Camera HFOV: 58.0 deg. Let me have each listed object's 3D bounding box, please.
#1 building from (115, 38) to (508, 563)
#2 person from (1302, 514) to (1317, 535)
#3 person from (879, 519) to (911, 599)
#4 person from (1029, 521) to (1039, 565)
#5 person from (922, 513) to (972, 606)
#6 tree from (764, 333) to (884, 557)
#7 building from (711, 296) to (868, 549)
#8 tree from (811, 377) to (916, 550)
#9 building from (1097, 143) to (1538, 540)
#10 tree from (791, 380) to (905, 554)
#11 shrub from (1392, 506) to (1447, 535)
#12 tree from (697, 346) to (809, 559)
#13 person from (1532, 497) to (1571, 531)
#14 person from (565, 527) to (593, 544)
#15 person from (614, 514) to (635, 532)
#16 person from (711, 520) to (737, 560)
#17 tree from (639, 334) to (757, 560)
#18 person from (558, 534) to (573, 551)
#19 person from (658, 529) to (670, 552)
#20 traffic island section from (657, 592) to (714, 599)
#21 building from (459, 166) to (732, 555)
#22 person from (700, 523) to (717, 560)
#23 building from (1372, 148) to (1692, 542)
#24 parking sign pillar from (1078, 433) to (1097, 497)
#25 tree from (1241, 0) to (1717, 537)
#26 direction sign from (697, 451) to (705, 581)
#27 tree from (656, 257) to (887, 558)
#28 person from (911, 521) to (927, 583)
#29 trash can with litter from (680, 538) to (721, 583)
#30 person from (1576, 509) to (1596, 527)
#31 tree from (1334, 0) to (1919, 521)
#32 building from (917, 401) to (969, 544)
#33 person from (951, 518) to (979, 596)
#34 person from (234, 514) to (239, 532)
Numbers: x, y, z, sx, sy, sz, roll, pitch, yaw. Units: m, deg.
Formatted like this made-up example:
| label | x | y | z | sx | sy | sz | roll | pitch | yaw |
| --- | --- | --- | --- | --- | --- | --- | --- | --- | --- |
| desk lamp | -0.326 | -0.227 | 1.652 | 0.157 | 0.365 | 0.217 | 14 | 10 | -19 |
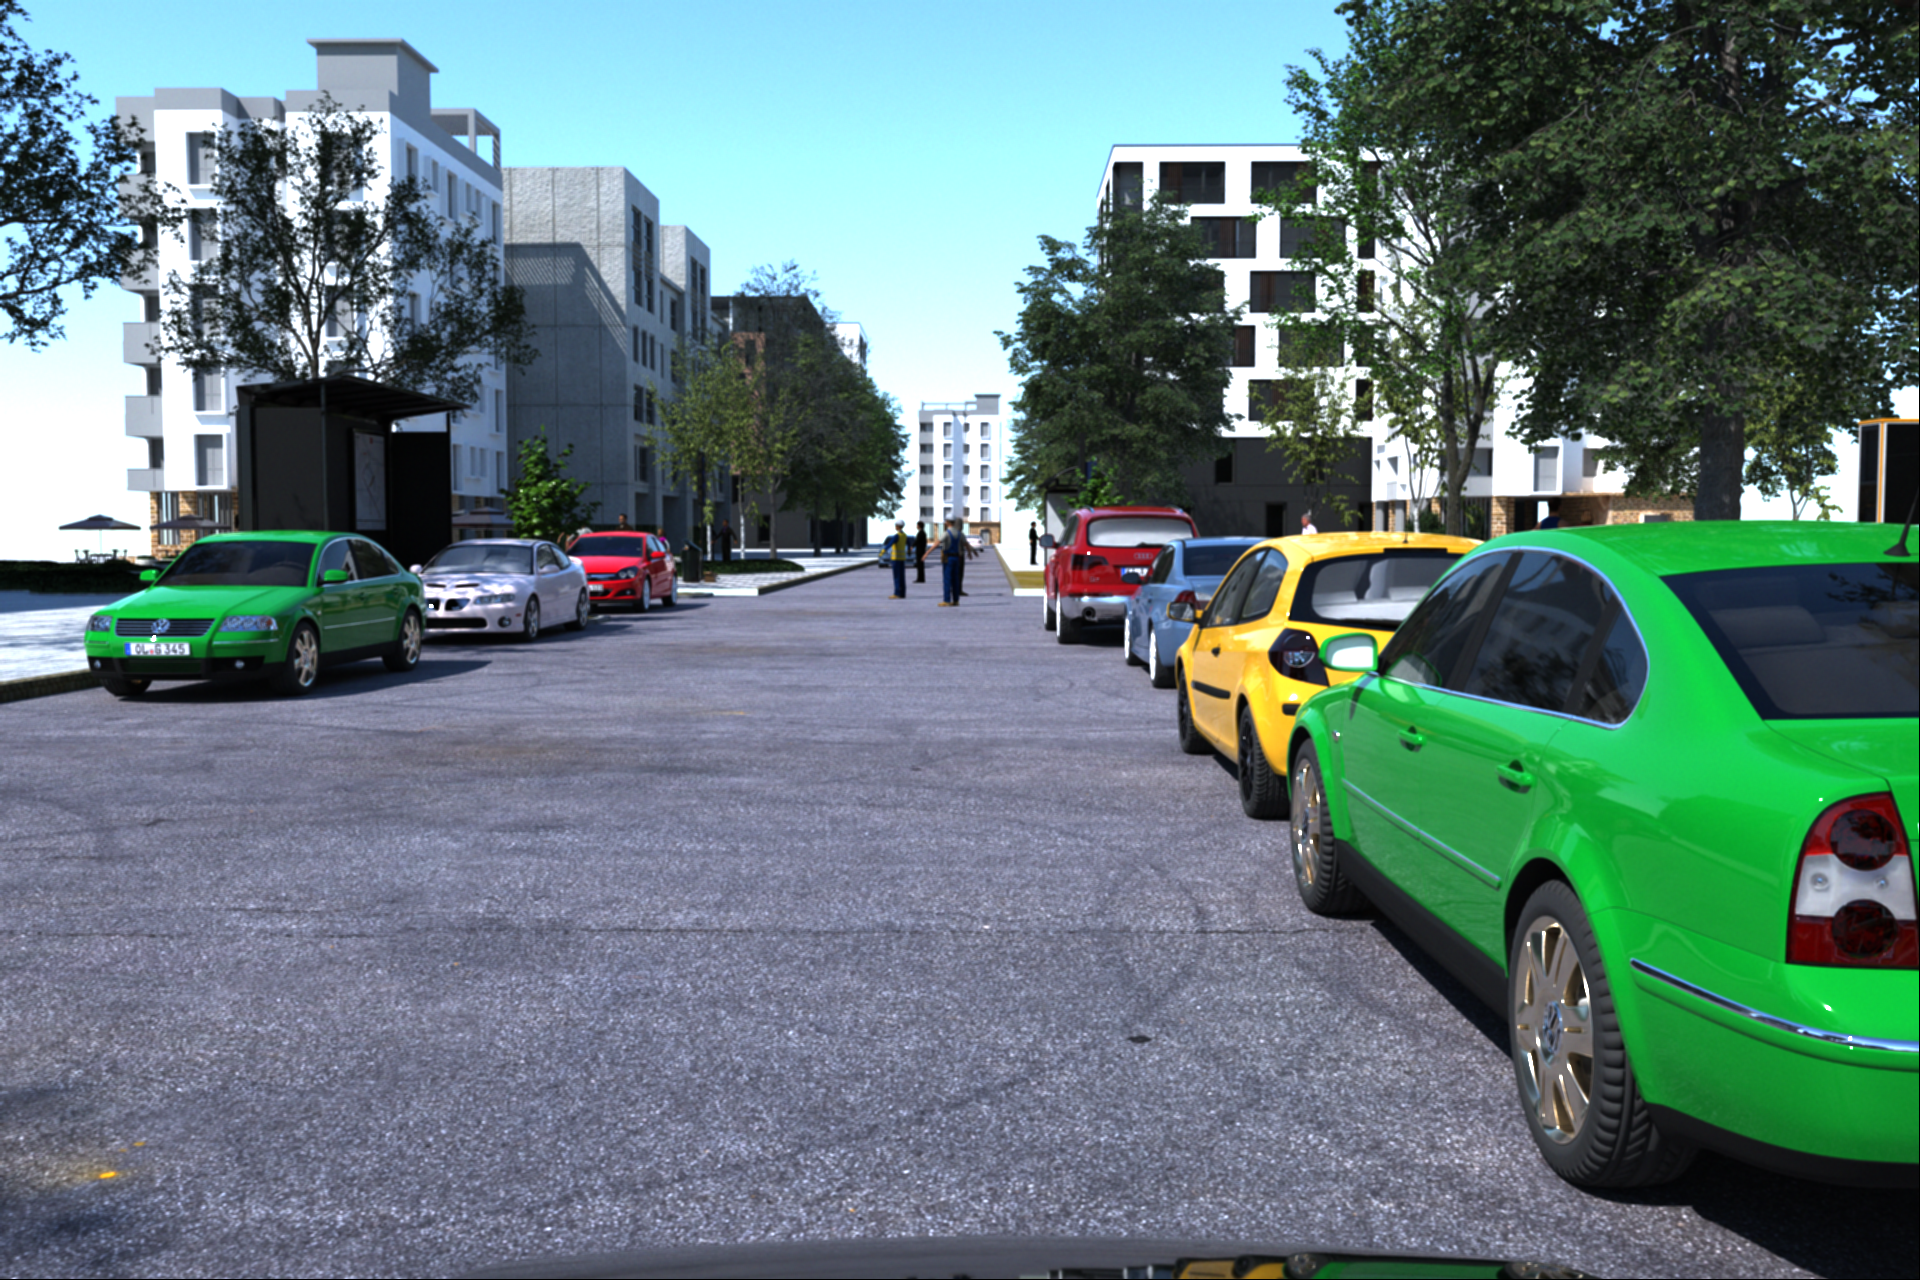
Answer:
| label | x | y | z | sx | sy | sz | roll | pitch | yaw |
| --- | --- | --- | --- | --- | --- | --- | --- | --- | --- |
| building | -26.267 | -12.918 | 67.621 | 16.016 | 20.090 | 11.380 | 0 | 4 | 1 |
| person | 7.342 | -1.822 | 36.777 | 0.436 | 1.711 | 0.756 | 0 | 4 | -6 |
| person | -1.424 | -1.813 | 38.557 | 0.721 | 1.772 | 1.216 | 2 | 4 | 31 |
| person | 3.096 | -4.040 | 72.241 | 0.705 | 1.806 | 1.347 | 1 | 4 | 20 |
| person | -0.204 | -1.597 | 34.419 | 1.347 | 1.847 | 0.705 | -3 | 5 | -44 |
| tree | -7.774 | -10.966 | 97.418 | 7.486 | 12.596 | 7.792 | 0 | 3 | 0 |
| building | -23.633 | -19.645 | 165.166 | 27.936 | 21.610 | 32.646 | 0 | 4 | 0 |
| tree | -8.415 | -14.244 | 139.539 | 9.857 | 13.997 | 8.962 | 0 | 3 | 0 |
| building | 22.268 | -16.105 | 107.292 | 27.936 | 21.610 | 32.646 | 0 | 4 | 1 |
| tree | -7.767 | -11.410 | 112.306 | 9.928 | 11.665 | 9.643 | 0 | 3 | 0 |
| shrub | 13.045 | -2.733 | 48.718 | 1.661 | 2.075 | 1.752 | 0 | 3 | 0 |
| tree | -8.300 | -7.190 | 67.923 | 4.737 | 8.622 | 4.395 | 0 | 3 | 0 |
| person | 8.436 | -1.124 | 24.552 | 0.704 | 1.807 | 1.345 | -2 | 4 | -35 |
| person | -13.816 | -3.509 | 63.558 | 1.347 | 1.806 | 0.705 | 0 | 4 | 6 |
| person | -8.895 | -2.419 | 45.681 | 1.346 | 1.812 | 0.704 | 2 | 4 | 30 |
| person | -8.477 | -3.448 | 62.602 | 1.346 | 1.802 | 0.704 | 3 | 5 | 39 |
| tree | -9.345 | -6.880 | 62.850 | 4.737 | 8.622 | 4.395 | 0 | 3 | 0 |
| person | -15.436 | -3.782 | 68.645 | 0.721 | 1.733 | 1.217 | 3 | 5 | 44 |
| person | -8.369 | -2.381 | 48.191 | 0.991 | 1.433 | 0.599 | 3 | 5 | 44 |
| traffic island section | -6.646 | -0.999 | 39.208 | 1.991 | 0.108 | 1.994 | 0 | 4 | 1 |
| building | -24.046 | -14.256 | 99.546 | 16.747 | 18.905 | 31.486 | 0 | 4 | 2 |
| person | -10.111 | -3.852 | 69.709 | 0.721 | 1.740 | 1.216 | 2 | 4 | 23 |
| building | 26.275 | -14.123 | 87.323 | 16.016 | 20.090 | 11.380 | 0 | 4 | 1 |
| parking sign pillar | 3.408 | -3.565 | 46.765 | 1.447 | 3.967 | 1.447 | 0 | 4 | 2 |
| tree | 9.134 | -6.450 | 31.216 | 9.928 | 11.665 | 9.643 | 0 | 3 | 0 |
| direction sign | -7.138 | -3.416 | 47.853 | 0.379 | 3.537 | 0.876 | 0 | 4 | 3 |
| tree | -8.290 | -10.196 | 77.074 | 12.009 | 13.543 | 11.850 | 0 | 3 | 0 |
| person | -1.191 | -2.588 | 50.960 | 0.705 | 1.806 | 1.347 | 1 | 4 | 17 |
| trash can with litter | -6.876 | -2.110 | 45.886 | 1.055 | 1.170 | 0.624 | 0 | 4 | 3 |
| person | 11.122 | -1.473 | 30.885 | 1.215 | 1.729 | 0.721 | 0 | 4 | 2 |
| tree | 8.599 | -6.899 | 19.446 | 9.857 | 13.997 | 8.962 | 0 | 3 | 0 |
| building | -5.536 | -23.175 | 237.781 | 11.380 | 20.090 | 16.016 | 0 | 4 | 6 |
| person | -0.018 | -1.937 | 40.262 | 0.705 | 1.813 | 1.348 | -2 | 4 | -32 |
| person | -14.221 | -1.703 | 34.676 | 0.721 | 1.735 | 1.217 | -2 | 4 | -26 |
